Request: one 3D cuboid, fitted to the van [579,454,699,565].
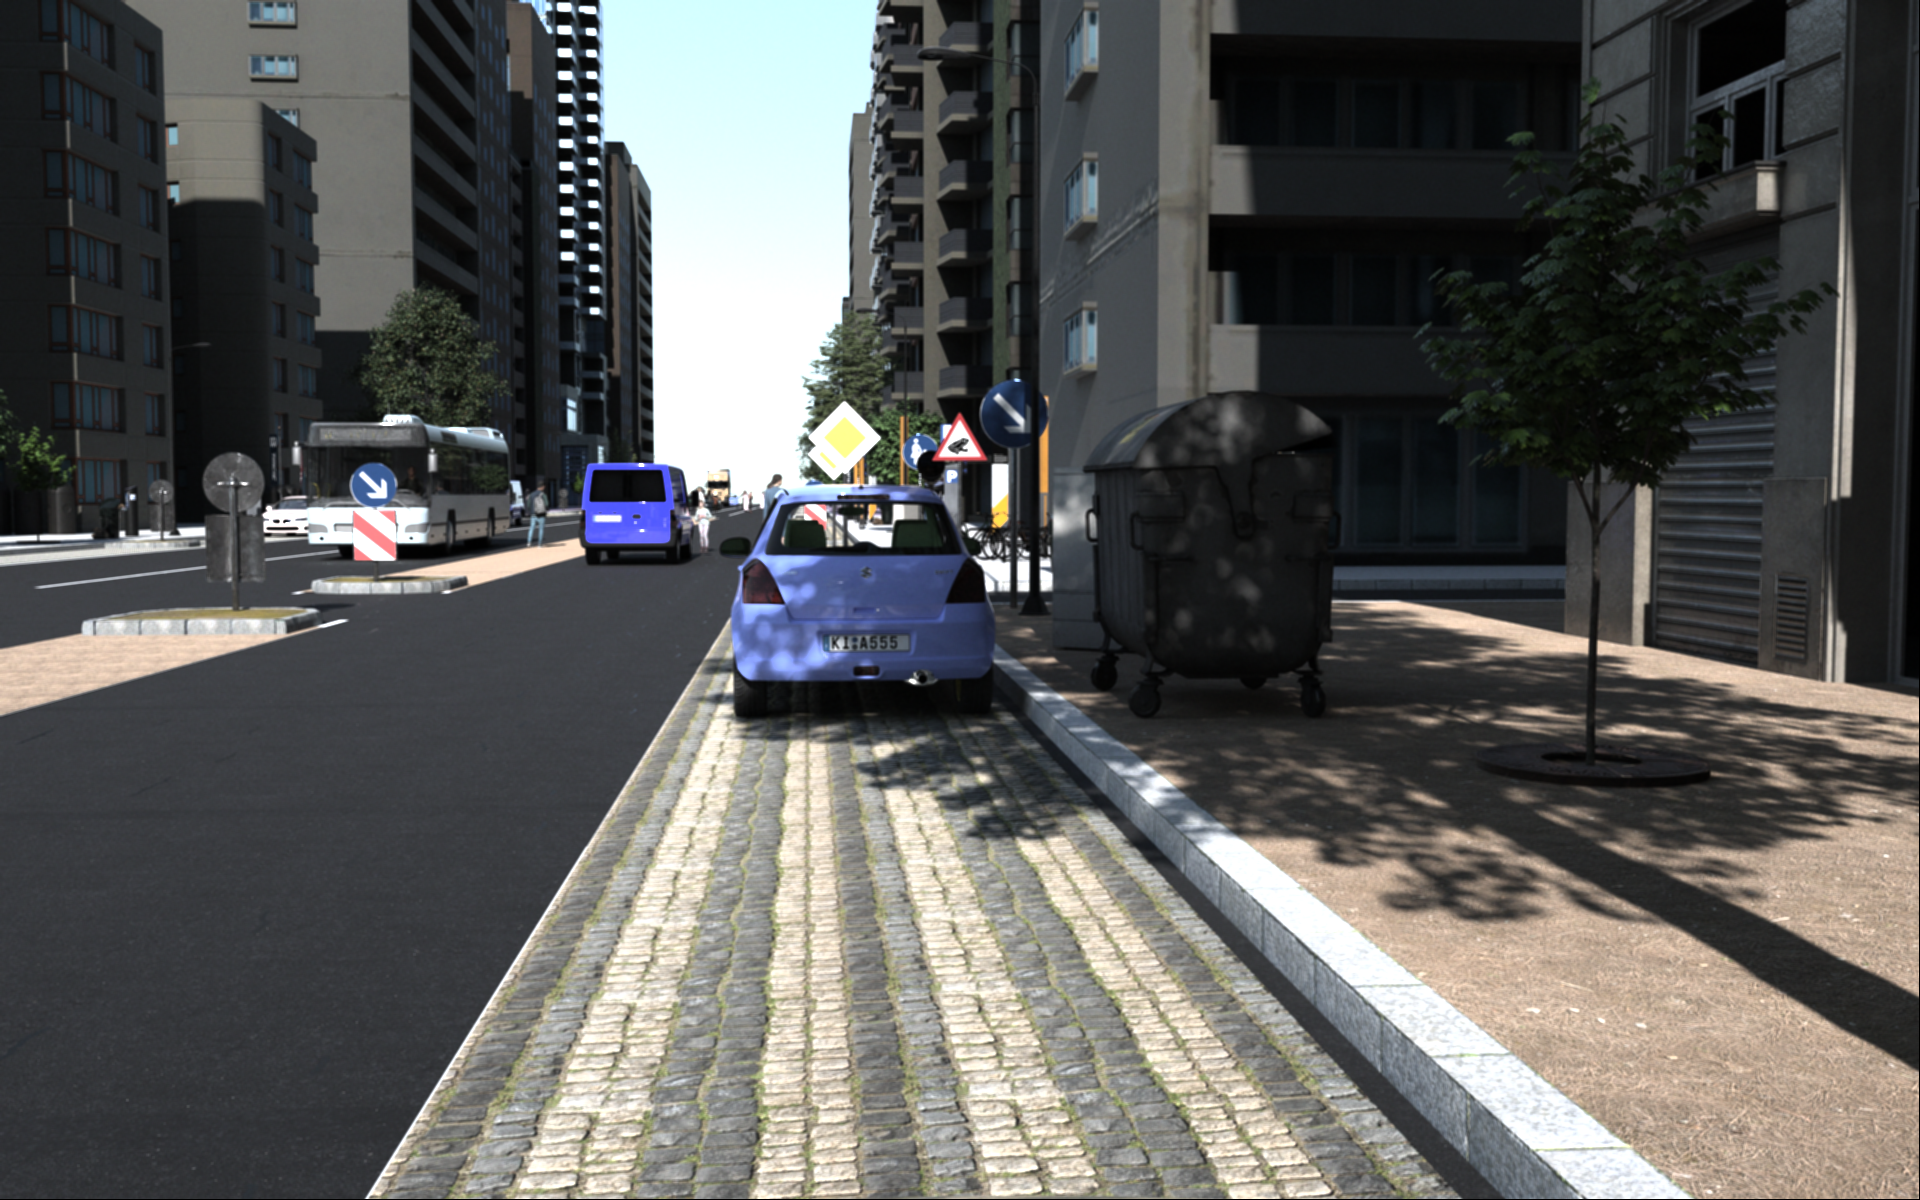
[{"bbox_3d":[-6.779,-1.982,36.787,2.240,2.365,5.245,0,4,-5],"label":"van"}]

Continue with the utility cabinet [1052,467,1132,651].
[{"bbox_3d":[1.344,-0.331,14.083,1.173,1.500,0.318,2,4,31],"label":"utility cabinet"}]

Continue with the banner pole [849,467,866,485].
[{"bbox_3d":[-5.093,-6.023,88.490,0.863,3.779,0.401,0,4,2],"label":"banner pole"}]

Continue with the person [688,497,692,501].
[{"bbox_3d":[-21.609,-7.779,135.714,0.705,1.821,1.348,3,5,42],"label":"person"}]

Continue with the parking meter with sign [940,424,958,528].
[{"bbox_3d":[-0.221,-2.823,42.416,0.543,3.016,1.738,0,3,0],"label":"parking meter with sign"}]

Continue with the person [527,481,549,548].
[{"bbox_3d":[-11.204,-2.273,46.018,0.623,1.781,0.721,0,4,1],"label":"person"}]

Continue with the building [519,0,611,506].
[{"bbox_3d":[-51.448,-54.168,198.311,22.319,86.520,31.000,0,4,-5],"label":"building"}]

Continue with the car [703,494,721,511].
[{"bbox_3d":[-21.777,-8.620,150.727,2.009,1.686,4.222,0,4,-4],"label":"car"}]

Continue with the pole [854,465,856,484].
[{"bbox_3d":[-4.620,-5.072,76.774,0.158,3.312,0.155,0,3,0],"label":"pole"}]

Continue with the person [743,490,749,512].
[{"bbox_3d":[-17.508,-8.091,141.463,0.551,1.740,0.621,1,4,12],"label":"person"}]

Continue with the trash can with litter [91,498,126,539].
[{"bbox_3d":[-24.419,-2.340,49.643,0.624,1.170,1.055,0,4,-1],"label":"trash can with litter"}]

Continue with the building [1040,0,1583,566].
[{"bbox_3d":[12.867,-25.432,39.513,21.600,48.544,21.300,0,4,-5],"label":"building"}]

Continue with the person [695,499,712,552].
[{"bbox_3d":[-6.314,-1.827,42.649,0.425,1.301,0.394,0,4,-6],"label":"person"}]

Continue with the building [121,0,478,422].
[{"bbox_3d":[-43.016,-29.659,108.628,21.300,48.544,21.600,0,4,-5],"label":"building"}]

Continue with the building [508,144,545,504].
[{"bbox_3d":[-42.476,-22.668,142.320,14.160,30.474,14.107,0,4,-5],"label":"building"}]

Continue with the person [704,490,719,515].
[{"bbox_3d":[-16.787,-6.551,116.336,1.217,1.735,0.721,1,4,14],"label":"person"}]

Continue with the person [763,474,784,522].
[{"bbox_3d":[-3.548,-1.523,33.431,0.581,1.822,0.654,1,4,13],"label":"person"}]

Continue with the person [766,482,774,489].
[{"bbox_3d":[-4.624,-2.031,42.462,0.466,1.731,0.760,1,4,20],"label":"person"}]

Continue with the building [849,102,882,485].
[{"bbox_3d":[-2.615,-35.952,211.516,21.300,48.544,21.600,0,4,-5],"label":"building"}]

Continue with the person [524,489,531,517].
[{"bbox_3d":[-26.349,-5.897,105.590,0.621,1.740,0.551,-2,4,-30],"label":"person"}]

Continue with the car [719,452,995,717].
[{"bbox_3d":[-0.764,-0.175,12.454,1.945,1.707,3.694,0,4,-6],"label":"car"}]

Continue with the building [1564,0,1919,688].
[{"bbox_3d":[14.021,-10.298,1.659,16.112,22.955,30.059,0,4,-5],"label":"building"}]

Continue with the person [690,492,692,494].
[{"bbox_3d":[-34.251,-12.963,220.967,0.721,1.766,1.217,1,4,21],"label":"person"}]

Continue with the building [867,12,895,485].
[{"bbox_3d":[3.083,-33.053,160.022,23.786,49.044,30.456,0,4,-5],"label":"building"}]

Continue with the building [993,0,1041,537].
[{"bbox_3d":[7.869,-17.510,57.991,14.160,30.474,14.107,0,4,-5],"label":"building"}]

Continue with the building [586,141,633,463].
[{"bbox_3d":[-49.907,-34.999,222.348,14.600,45.320,14.200,0,4,-5],"label":"building"}]

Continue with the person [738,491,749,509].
[{"bbox_3d":[-20.132,-9.329,161.547,1.217,1.766,0.721,0,4,-3],"label":"person"}]

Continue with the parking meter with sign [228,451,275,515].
[{"bbox_3d":[-28.828,-4.543,70.537,1.738,3.016,0.543,-2,4,-28],"label":"parking meter with sign"}]

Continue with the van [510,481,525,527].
[{"bbox_3d":[-20.496,-4.399,76.301,2.240,2.365,5.245,0,4,-7],"label":"van"}]

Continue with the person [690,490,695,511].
[{"bbox_3d":[-22.851,-8.489,147.749,0.568,1.767,0.683,1,4,13],"label":"person"}]

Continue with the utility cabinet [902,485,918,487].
[{"bbox_3d":[-1.283,-2.036,41.970,0.318,1.500,1.173,1,4,20],"label":"utility cabinet"}]

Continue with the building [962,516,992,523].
[{"bbox_3d":[7.201,-26.498,87.864,22.147,44.769,28.867,0,4,-5],"label":"building"}]

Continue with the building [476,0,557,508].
[{"bbox_3d":[-44.222,-30.945,156.065,14.600,45.320,14.200,0,4,-5],"label":"building"}]

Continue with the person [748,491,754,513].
[{"bbox_3d":[-15.825,-7.425,131.360,0.415,1.643,0.593,-2,4,-35],"label":"person"}]

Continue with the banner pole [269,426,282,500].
[{"bbox_3d":[-25.116,-4.505,63.676,0.401,3.779,0.863,1,4,13],"label":"banner pole"}]

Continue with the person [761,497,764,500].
[{"bbox_3d":[-14.897,-7.664,134.491,1.217,1.739,0.721,-2,4,-26],"label":"person"}]

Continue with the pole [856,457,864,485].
[{"bbox_3d":[-3.573,-4.214,62.745,0.158,3.312,0.155,0,3,0],"label":"pole"}]

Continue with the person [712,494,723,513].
[{"bbox_3d":[-18.734,-7.401,132.769,1.065,1.426,0.557,1,4,11],"label":"person"}]

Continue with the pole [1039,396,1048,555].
[{"bbox_3d":[1.734,-2.585,36.106,0.158,3.312,0.155,0,3,0],"label":"pole"}]

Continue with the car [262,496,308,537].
[{"bbox_3d":[-22.526,-2.873,59.341,2.083,1.381,4.827,0,4,-5],"label":"car"}]

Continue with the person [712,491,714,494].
[{"bbox_3d":[-25.107,-10.235,176.399,0.434,1.755,0.990,-1,4,-23],"label":"person"}]

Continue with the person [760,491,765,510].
[{"bbox_3d":[-18.167,-9.207,159.704,0.551,1.740,0.621,-3,5,-40],"label":"person"}]

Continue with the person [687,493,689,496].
[{"bbox_3d":[-12.154,-4.125,76.532,0.643,1.750,0.593,-3,5,-45],"label":"person"}]

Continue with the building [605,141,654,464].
[{"bbox_3d":[-54.366,-37.730,240.593,21.300,48.544,21.600,0,4,-5],"label":"building"}]

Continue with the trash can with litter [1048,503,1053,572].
[{"bbox_3d":[1.947,-1.027,28.177,1.055,1.170,0.624,0,4,6],"label":"trash can with litter"}]

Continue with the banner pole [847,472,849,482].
[{"bbox_3d":[-5.708,-6.154,90.627,0.863,3.779,0.401,-1,4,-18],"label":"banner pole"}]

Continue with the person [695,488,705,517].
[{"bbox_3d":[-14.537,-5.373,96.568,0.478,1.798,0.641,3,4,38],"label":"person"}]

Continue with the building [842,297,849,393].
[{"bbox_3d":[-10.265,-29.457,253.329,14.160,30.474,14.107,0,4,-5],"label":"building"}]

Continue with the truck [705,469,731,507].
[{"bbox_3d":[-27.179,-12.610,195.083,2.839,4.237,11.283,0,4,-7],"label":"truck"}]

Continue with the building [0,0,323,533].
[{"bbox_3d":[-43.965,-13.733,69.568,27.650,21.520,28.899,0,4,-5],"label":"building"}]

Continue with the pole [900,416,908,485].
[{"bbox_3d":[-1.461,-3.154,45.407,0.158,3.312,0.155,0,3,0],"label":"pole"}]
